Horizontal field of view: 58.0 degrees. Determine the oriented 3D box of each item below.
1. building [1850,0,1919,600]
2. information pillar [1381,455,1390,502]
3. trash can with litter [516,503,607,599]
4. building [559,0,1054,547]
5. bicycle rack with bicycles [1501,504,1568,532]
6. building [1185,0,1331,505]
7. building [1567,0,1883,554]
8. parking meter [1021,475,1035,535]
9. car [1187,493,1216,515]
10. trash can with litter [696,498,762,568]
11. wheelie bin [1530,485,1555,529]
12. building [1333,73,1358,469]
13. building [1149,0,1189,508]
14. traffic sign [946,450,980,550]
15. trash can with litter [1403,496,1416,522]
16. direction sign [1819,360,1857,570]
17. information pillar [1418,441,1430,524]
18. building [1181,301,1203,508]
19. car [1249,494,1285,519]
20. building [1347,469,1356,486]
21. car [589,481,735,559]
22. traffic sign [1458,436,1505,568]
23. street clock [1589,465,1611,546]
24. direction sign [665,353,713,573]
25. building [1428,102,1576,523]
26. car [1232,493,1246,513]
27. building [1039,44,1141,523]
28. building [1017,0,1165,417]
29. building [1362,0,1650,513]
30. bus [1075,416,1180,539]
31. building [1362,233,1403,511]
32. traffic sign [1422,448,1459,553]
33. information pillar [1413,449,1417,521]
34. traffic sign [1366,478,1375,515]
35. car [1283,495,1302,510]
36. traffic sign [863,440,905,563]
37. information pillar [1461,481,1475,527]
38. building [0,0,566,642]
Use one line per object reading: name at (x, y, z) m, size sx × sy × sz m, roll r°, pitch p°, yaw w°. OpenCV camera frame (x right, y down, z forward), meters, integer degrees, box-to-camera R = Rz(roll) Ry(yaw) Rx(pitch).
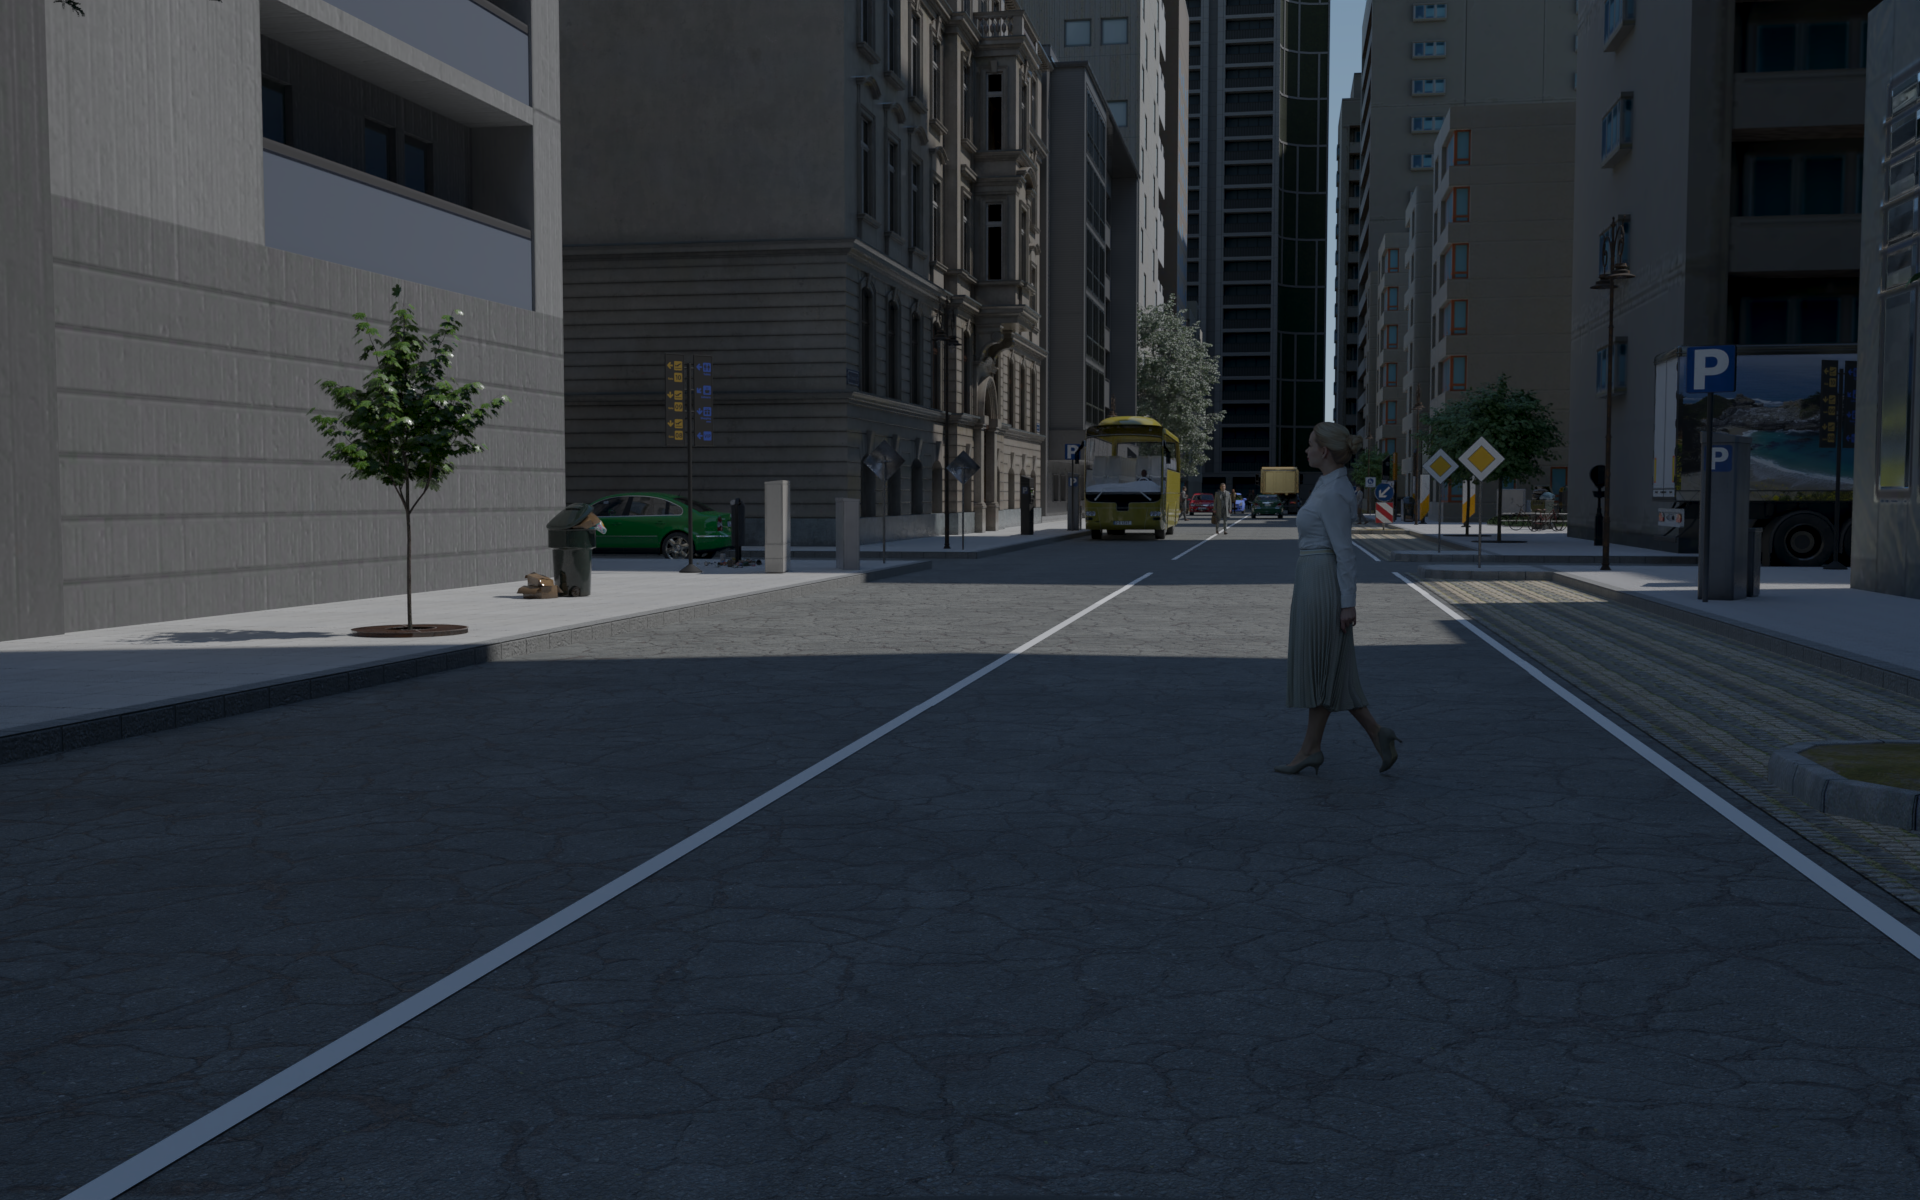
building at (20.260, -42.267, 3.731) m, size 22.319 × 86.520 × 31.000 m, roll 1°, pitch 4°, yaw 11°
information pillar at (25.211, -6.799, 102.524) m, size 0.504 × 3.616 × 0.183 m, roll -1°, pitch 4°, yaw -12°
trash can with litter at (-4.945, -0.617, 21.475) m, size 0.624 × 1.170 × 1.055 m, roll 2°, pitch 4°, yaw 32°
building at (-4.648, -14.667, 58.886) m, size 14.460 × 24.649 × 34.723 m, roll 1°, pitch 4°, yaw 11°
bicycle rack with bicycles at (20.291, -2.865, 60.226) m, size 2.925 × 0.926 × 2.852 m, roll -1°, pitch 4°, yaw -18°
building at (32.972, -46.870, 204.581) m, size 20.611 × 71.187 × 20.563 m, roll 1°, pitch 4°, yaw 11°
building at (27.758, -25.729, 44.370) m, size 21.600 × 48.544 × 21.300 m, roll 1°, pitch 4°, yaw 11°
parking meter at (2.117, -2.972, 54.296) m, size 0.399 × 1.863 × 0.255 m, roll 2°, pitch 4°, yaw 35°
car at (16.487, -6.627, 117.396) m, size 2.155 × 1.783 × 4.494 m, roll 1°, pitch 4°, yaw 10°
trash can with litter at (-4.123, -1.222, 31.045) m, size 1.678 × 1.210 × 2.233 m, roll 0°, pitch 4°, yaw -1°
wheelie bin at (21.131, -3.358, 62.810) m, size 0.693 × 1.594 × 0.980 m, roll -3°, pitch 4°, yaw -37°
building at (54.546, -35.334, 201.405) m, size 21.600 × 48.544 × 21.300 m, roll 1°, pitch 4°, yaw 11°
building at (12.190, -30.512, 148.975) m, size 14.600 × 45.320 × 14.200 m, roll 1°, pitch 4°, yaw 11°
traffic sign at (0.073, -2.212, 39.805) m, size 0.795 × 2.450 × 0.064 m, roll 1°, pitch 4°, yaw 11°
trash can with litter at (20.617, -4.154, 79.305) m, size 0.624 × 1.170 × 1.055 m, roll 1°, pitch 4°, yaw 9°
direction sign at (14.922, -2.289, 29.415) m, size 0.876 × 3.537 × 0.379 m, roll -1°, pitch 4°, yaw -21°
information pillar at (19.930, -5.071, 74.270) m, size 0.504 × 3.616 × 0.183 m, roll -2°, pitch 4°, yaw -32°
building at (9.604, -20.313, 177.165) m, size 28.899 × 21.520 × 27.650 m, roll 1°, pitch 4°, yaw 11°
car at (18.130, -5.533, 102.270) m, size 2.131 × 1.459 × 4.920 m, roll 1°, pitch 4°, yaw 9°
building at (49.042, -44.858, 171.682) m, size 20.563 × 71.187 × 20.611 m, roll 1°, pitch 4°, yaw 11°
car at (-6.930, -1.672, 36.140) m, size 4.718 × 1.807 × 1.959 m, roll 1°, pitch 4°, yaw 9°
traffic sign at (9.011, -1.612, 29.991) m, size 0.795 × 2.450 × 0.064 m, roll 1°, pitch 4°, yaw 11°
street clock at (15.837, -2.345, 42.905) m, size 0.471 × 2.002 × 0.358 m, roll 1°, pitch 4°, yaw 11°
direction sign at (-4.398, -2.213, 28.183) m, size 0.876 × 3.537 × 0.379 m, roll -3°, pitch 5°, yaw -40°
building at (38.079, -14.936, 89.240) m, size 27.650 × 21.520 × 28.899 m, roll 1°, pitch 4°, yaw 11°
car at (20.349, -7.301, 128.965) m, size 1.945 × 1.707 × 3.694 m, roll 1°, pitch 4°, yaw 10°
building at (1.118, -16.632, 90.996) m, size 14.314 × 24.678 × 30.058 m, roll 1°, pitch 4°, yaw 11°
building at (1.110, -33.053, 129.648) m, size 28.713 × 52.752 × 27.495 m, roll 1°, pitch 4°, yaw 11°
building at (46.244, -32.279, 151.464) m, size 21.300 × 48.544 × 21.600 m, roll 1°, pitch 4°, yaw 11°
bus at (5.904, -4.086, 58.350) m, size 2.896 × 3.916 × 12.252 m, roll 1°, pitch 4°, yaw 9°
building at (44.345, -17.218, 126.560) m, size 27.650 × 21.520 × 28.899 m, roll 1°, pitch 4°, yaw 11°
traffic sign at (10.482, -2.092, 37.840) m, size 0.795 × 2.450 × 0.064 m, roll 1°, pitch 4°, yaw 11°
information pillar at (21.349, -5.494, 81.174) m, size 0.183 × 3.616 × 0.504 m, roll 2°, pitch 4°, yaw 32°
traffic sign at (24.962, -6.312, 105.334) m, size 0.606 × 2.300 × 0.079 m, roll 1°, pitch 4°, yaw 18°
car at (29.805, -8.799, 155.861) m, size 2.014 × 1.417 × 4.499 m, roll 1°, pitch 4°, yaw 11°
traffic sign at (-1.399, -1.732, 31.956) m, size 0.795 × 2.450 × 0.064 m, roll 1°, pitch 4°, yaw 11°
information pillar at (19.619, -4.613, 66.781) m, size 0.504 × 3.616 × 0.183 m, roll -1°, pitch 4°, yaw -10°
building at (-20.749, -29.450, 23.503) m, size 28.212 × 58.520 × 21.231 m, roll 1°, pitch 4°, yaw 11°
